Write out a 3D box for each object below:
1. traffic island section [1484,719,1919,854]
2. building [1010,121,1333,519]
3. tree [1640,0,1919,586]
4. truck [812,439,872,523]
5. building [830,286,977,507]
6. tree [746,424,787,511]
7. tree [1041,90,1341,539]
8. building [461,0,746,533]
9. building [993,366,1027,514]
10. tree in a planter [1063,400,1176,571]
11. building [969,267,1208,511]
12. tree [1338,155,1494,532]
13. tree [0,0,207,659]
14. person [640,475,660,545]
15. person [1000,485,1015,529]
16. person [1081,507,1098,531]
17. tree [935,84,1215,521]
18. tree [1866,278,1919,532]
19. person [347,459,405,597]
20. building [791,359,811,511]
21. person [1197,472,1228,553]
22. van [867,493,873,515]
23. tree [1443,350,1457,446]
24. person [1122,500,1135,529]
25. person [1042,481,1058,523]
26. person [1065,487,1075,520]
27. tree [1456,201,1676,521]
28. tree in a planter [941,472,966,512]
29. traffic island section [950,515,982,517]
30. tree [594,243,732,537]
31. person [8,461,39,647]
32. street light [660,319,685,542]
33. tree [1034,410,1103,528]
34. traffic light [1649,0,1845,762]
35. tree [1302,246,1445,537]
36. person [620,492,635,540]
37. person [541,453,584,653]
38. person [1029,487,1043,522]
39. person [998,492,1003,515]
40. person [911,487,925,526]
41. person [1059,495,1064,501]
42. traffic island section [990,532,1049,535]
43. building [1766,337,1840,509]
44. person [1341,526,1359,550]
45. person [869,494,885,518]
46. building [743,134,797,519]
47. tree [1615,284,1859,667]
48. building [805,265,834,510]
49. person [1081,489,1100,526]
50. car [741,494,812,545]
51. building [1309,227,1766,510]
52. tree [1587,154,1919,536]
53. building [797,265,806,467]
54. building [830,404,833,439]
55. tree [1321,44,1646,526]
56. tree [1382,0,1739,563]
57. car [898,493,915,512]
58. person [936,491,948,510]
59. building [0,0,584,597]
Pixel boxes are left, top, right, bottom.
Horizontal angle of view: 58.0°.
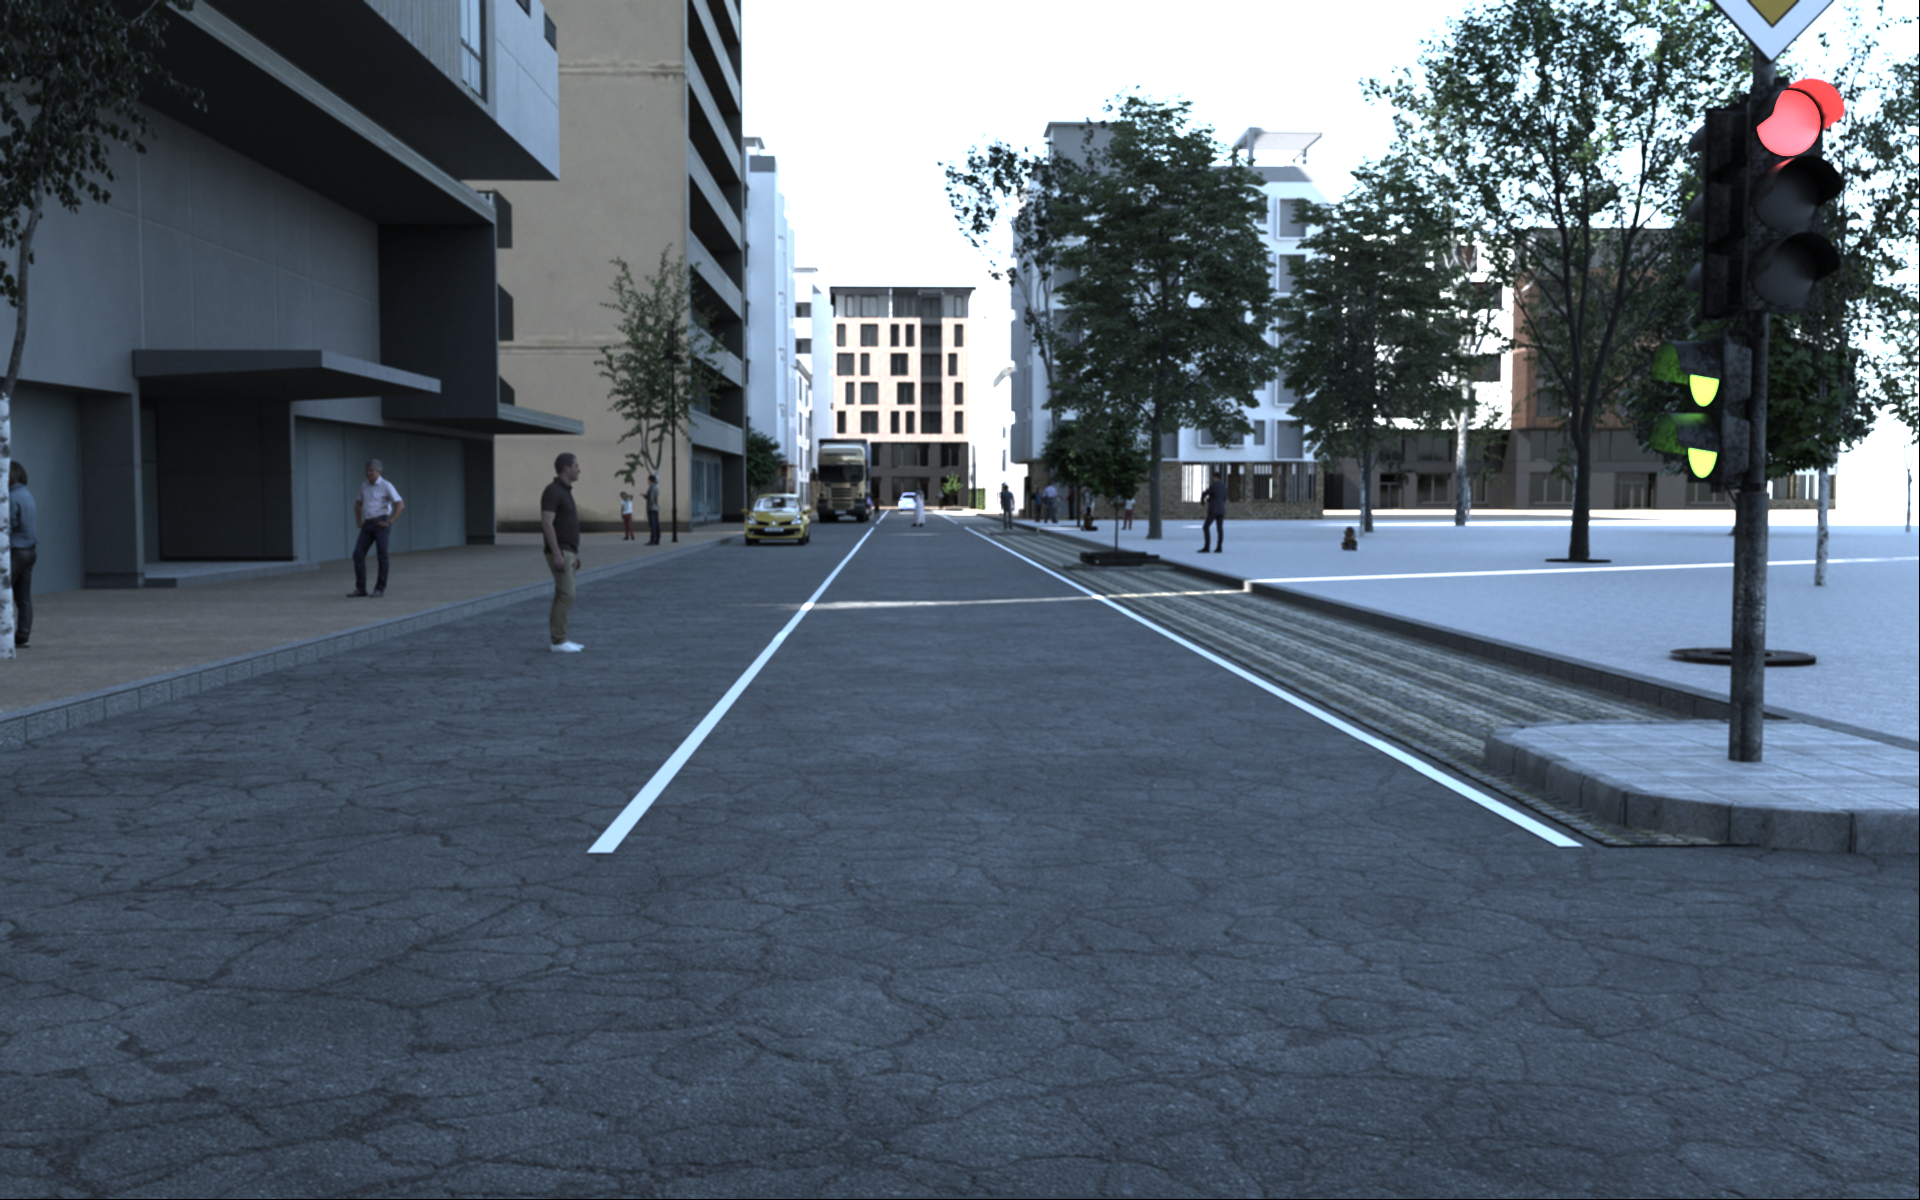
[{"bbox_3d":[3.808,0.852,8.353,2.009,0.180,2.903,0,4,-2],"label":"traffic island section"},{"bbox_3d":[10.859,-14.528,93.951,16.016,20.091,11.380,0,4,-2],"label":"building"},{"bbox_3d":[11.843,-4.509,24.077,4.360,8.622,3.978,0,3,0],"label":"tree"},{"bbox_3d":[-5.987,-6.197,90.233,2.839,4.237,11.283,0,4,-1],"label":"truck"},{"bbox_3d":[1.476,-20.608,180.911,32.646,21.610,27.936,0,4,-2],"label":"building"},{"bbox_3d":[-9.890,-6.009,81.954,4.285,4.588,4.351,0,3,0],"label":"tree"},{"bbox_3d":[5.987,-8.026,49.352,7.486,12.596,7.792,0,3,0],"label":"tree"},{"bbox_3d":[-19.948,-27.048,65.936,21.300,48.544,21.600,0,4,-2],"label":"building"},{"bbox_3d":[7.453,-10.502,113.856,9.099,9.664,28.070,0,4,-2],"label":"building"},{"bbox_3d":[2.986,-2.184,32.925,1.991,3.239,1.994,0,4,-2],"label":"tree in a planter"},{"bbox_3d":[9.749,-16.944,143.500,16.747,18.905,31.486,0,4,-2],"label":"building"},{"bbox_3d":[13.977,-8.559,58.065,7.486,12.596,7.792,0,3,0],"label":"tree"},{"bbox_3d":[-7.638,-3.856,13.410,4.360,8.622,3.978,0,3,0],"label":"tree"},{"bbox_3d":[-7.871,-2.263,43.575,0.750,1.759,0.617,2,4,24],"label":"person"},{"bbox_3d":[1.941,-3.820,71.089,0.598,1.807,0.434,0,4,3],"label":"person"},{"bbox_3d":[4.582,-2.814,60.337,0.655,0.850,0.859,3,4,37],"label":"person"},{"bbox_3d":[5.577,-13.716,80.147,12.611,20.169,13.585,0,3,0],"label":"tree"},{"bbox_3d":[32.141,-6.594,58.171,4.737,8.622,4.395,0,3,0],"label":"tree"},{"bbox_3d":[-7.311,-0.892,21.565,0.756,1.711,0.436,2,4,32],"label":"person"},{"bbox_3d":[-14.979,-10.957,121.295,9.099,9.664,28.070,0,4,-2],"label":"building"},{"bbox_3d":[5.517,-1.931,38.061,0.683,1.767,0.568,-3,4,-38],"label":"person"},{"bbox_3d":[-7.023,-6.979,118.489,2.240,2.365,5.245,0,4,-2],"label":"van"},{"bbox_3d":[24.083,-8.022,81.519,4.737,8.622,4.395,0,3,0],"label":"tree"},{"bbox_3d":[6.104,-3.235,62.852,0.435,1.345,0.340,-1,4,-12],"label":"person"},{"bbox_3d":[4.010,-4.330,76.702,0.709,1.838,0.599,1,4,10],"label":"person"},{"bbox_3d":[5.443,-4.850,85.300,0.705,1.831,1.348,1,4,17],"label":"person"},{"bbox_3d":[16.078,-5.758,44.506,4.737,8.622,4.395,0,3,0],"label":"tree"},{"bbox_3d":[-0.547,-8.588,137.638,1.991,3.239,1.994,0,4,-2],"label":"tree in a planter"},{"bbox_3d":[0.368,-5.369,110.654,1.991,0.108,1.994,0,4,-2],"label":"traffic island section"},{"bbox_3d":[-9.032,-6.201,51.750,4.737,8.622,4.395,0,3,0],"label":"tree"},{"bbox_3d":[-7.905,-0.376,14.410,0.429,1.552,0.499,1,4,19],"label":"person"},{"bbox_3d":[-7.611,-4.479,46.026,0.468,5.910,1.993,0,4,-2],"label":"street light"},{"bbox_3d":[4.488,-5.063,66.491,4.285,4.588,4.351,0,3,0],"label":"tree"},{"bbox_3d":[3.768,-1.181,8.238,0.839,4.253,0.868,0,4,-2],"label":"traffic light"},{"bbox_3d":[12.016,-6.168,51.217,4.360,8.622,3.978,0,3,0],"label":"tree"},{"bbox_3d":[-9.333,-2.367,48.648,0.435,1.345,0.340,0,4,3],"label":"person"},{"bbox_3d":[-3.599,-0.439,15.814,0.434,1.807,0.598,1,4,13],"label":"person"},{"bbox_3d":[3.503,-4.368,79.329,0.647,1.594,0.662,-1,4,-14],"label":"person"},{"bbox_3d":[2.553,-5.870,105.238,0.599,1.433,0.991,0,4,-1],"label":"person"},{"bbox_3d":[-1.839,-4.139,76.843,0.621,1.740,0.551,2,4,25],"label":"person"},{"bbox_3d":[4.801,-4.973,87.296,0.705,1.831,1.348,-2,4,-29],"label":"person"},{"bbox_3d":[2.043,-2.303,60.512,1.991,0.108,1.994,0,4,-2],"label":"traffic island section"},{"bbox_3d":[69.128,-18.243,154.689,11.380,20.091,16.016,0,4,-2],"label":"building"},{"bbox_3d":[8.905,-1.406,39.503,0.357,0.543,0.381,-1,4,-19],"label":"person"},{"bbox_3d":[-4.941,-5.586,103.087,1.065,1.426,0.557,1,4,22],"label":"person"},{"bbox_3d":[-16.952,-14.225,89.005,16.016,20.091,11.380,0,4,-2],"label":"building"},{"bbox_3d":[5.898,-1.143,13.284,1.663,3.219,1.824,0,3,0],"label":"tree"},{"bbox_3d":[-18.281,-17.409,141.059,16.016,20.091,11.380,0,4,-2],"label":"building"},{"bbox_3d":[5.189,-3.851,69.725,0.841,1.734,0.376,3,5,39],"label":"person"},{"bbox_3d":[-5.220,-2.414,49.694,2.015,1.641,3.980,0,4,-3],"label":"car"},{"bbox_3d":[46.572,-18.518,146.744,32.646,21.610,27.936,0,4,-2],"label":"building"},{"bbox_3d":[24.318,-8.339,53.355,9.611,12.733,9.660,0,3,0],"label":"tree"},{"bbox_3d":[-17.527,-14.945,100.777,16.016,20.091,11.380,0,4,-2],"label":"building"},{"bbox_3d":[-25.531,-13.002,154.737,28.070,9.664,9.099,0,4,-2],"label":"building"},{"bbox_3d":[21.360,-13.160,71.049,12.611,20.169,13.585,0,3,0],"label":"tree"},{"bbox_3d":[11.672,-6.509,32.182,9.928,11.665,9.643,0,3,0],"label":"tree"},{"bbox_3d":[-4.035,-7.969,139.885,1.945,1.707,3.694,0,4,0],"label":"car"},{"bbox_3d":[-1.610,-8.740,152.122,1.217,1.736,0.721,2,4,31],"label":"person"},{"bbox_3d":[-22.445,-26.868,28.525,28.713,52.752,27.495,0,4,-2],"label":"building"}]
